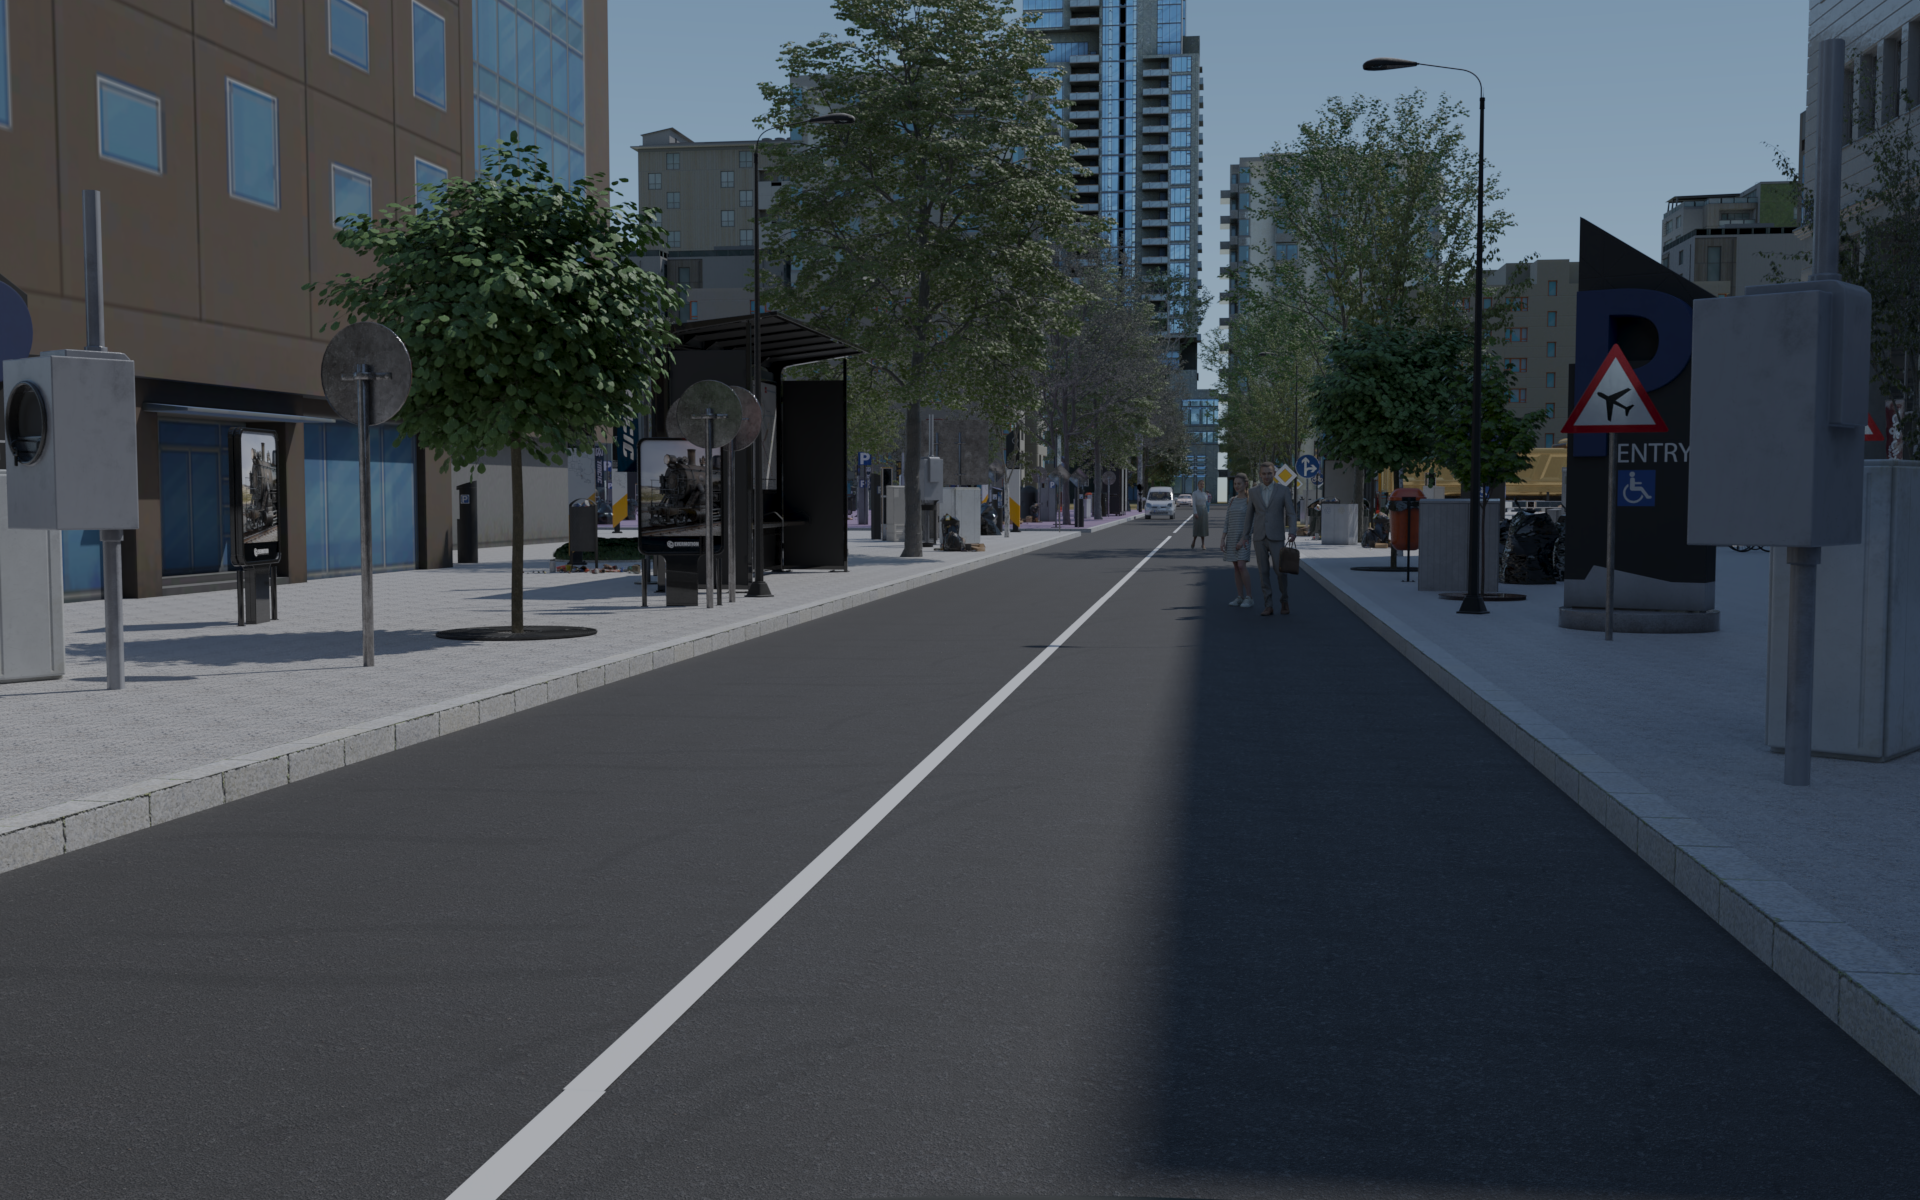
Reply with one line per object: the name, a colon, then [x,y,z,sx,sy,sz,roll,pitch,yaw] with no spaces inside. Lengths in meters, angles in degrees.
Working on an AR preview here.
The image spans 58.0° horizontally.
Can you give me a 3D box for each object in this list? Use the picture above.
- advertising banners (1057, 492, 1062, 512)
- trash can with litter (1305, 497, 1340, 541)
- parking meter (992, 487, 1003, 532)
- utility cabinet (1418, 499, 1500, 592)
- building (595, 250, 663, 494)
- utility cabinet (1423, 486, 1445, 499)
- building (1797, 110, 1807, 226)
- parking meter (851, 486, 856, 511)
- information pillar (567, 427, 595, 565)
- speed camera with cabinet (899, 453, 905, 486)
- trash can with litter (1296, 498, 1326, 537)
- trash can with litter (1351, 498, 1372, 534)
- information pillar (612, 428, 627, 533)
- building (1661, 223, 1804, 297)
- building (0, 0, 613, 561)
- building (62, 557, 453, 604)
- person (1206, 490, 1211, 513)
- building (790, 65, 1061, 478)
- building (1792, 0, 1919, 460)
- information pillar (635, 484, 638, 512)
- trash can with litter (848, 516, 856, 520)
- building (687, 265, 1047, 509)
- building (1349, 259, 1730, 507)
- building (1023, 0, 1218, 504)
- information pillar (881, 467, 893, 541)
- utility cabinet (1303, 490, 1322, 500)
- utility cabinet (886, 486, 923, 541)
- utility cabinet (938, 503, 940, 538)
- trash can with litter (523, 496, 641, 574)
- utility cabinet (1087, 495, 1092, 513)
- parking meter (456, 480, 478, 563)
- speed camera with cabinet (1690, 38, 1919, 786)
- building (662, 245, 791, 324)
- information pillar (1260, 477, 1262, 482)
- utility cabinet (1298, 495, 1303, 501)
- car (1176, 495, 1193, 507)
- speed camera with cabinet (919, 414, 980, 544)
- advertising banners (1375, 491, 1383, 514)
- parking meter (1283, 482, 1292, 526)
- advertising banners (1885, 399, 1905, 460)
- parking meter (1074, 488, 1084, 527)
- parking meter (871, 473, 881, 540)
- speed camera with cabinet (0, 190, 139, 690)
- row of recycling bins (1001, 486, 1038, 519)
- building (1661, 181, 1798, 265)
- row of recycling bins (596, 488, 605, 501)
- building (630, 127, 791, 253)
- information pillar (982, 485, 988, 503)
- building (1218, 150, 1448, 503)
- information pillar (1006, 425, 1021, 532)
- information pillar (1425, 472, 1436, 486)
advertising banners: [7.033,-7.655,121.345,0.090,3.025,2.074,2,4,24]
trash can with litter: [10.719,-2.273,48.221,2.233,1.210,1.678,1,4,9]
parking meter: [1.249,-3.046,58.207,0.372,1.533,0.369,0,3,0]
utility cabinet: [6.598,-0.718,22.908,1.020,1.237,0.306,1,4,18]
building: [-40.070,-26.596,206.546,14.107,30.474,14.160,1,4,8]
utility cabinet: [12.737,-2.317,46.566,0.318,1.500,1.173,0,4,1]
building: [98.987,-32.721,185.099,14.200,45.320,14.600,1,4,8]
parking meter: [-7.918,-7.512,128.538,0.255,1.863,0.399,-3,4,-38]
information pillar: [-6.848,-2.440,31.251,0.504,3.616,0.183,0,4,-6]
speed camera with cabinet: [-2.381,-5.372,82.172,0.660,3.252,2.038,-1,4,-14]
trash can with litter: [10.577,-2.508,52.387,0.624,1.170,1.055,-3,5,-44]
trash can with litter: [11.795,-2.426,51.047,0.624,1.170,1.055,2,4,23]
information pillar: [-11.134,-3.988,56.564,0.504,3.616,0.183,-1,4,-14]
building: [85.137,-25.512,188.825,14.107,30.474,14.160,1,4,8]
building: [-17.766,-23.945,41.606,14.200,45.320,14.600,1,4,8]
building: [-16.323,-22.822,23.250,14.600,45.320,14.200,1,4,8]
person: [18.509,-7.335,129.269,0.563,1.720,0.643,3,5,43]
building: [-4.193,-35.276,196.370,30.456,49.044,23.786,1,4,8]
building: [24.375,-15.311,27.821,11.434,29.767,29.804,1,4,8]
information pillar: [-23.543,-7.463,126.519,0.304,2.012,0.304,-1,4,-9]
trash can with litter: [-6.159,-4.591,86.119,2.233,1.210,1.678,1,4,16]
building: [-7.196,-19.158,158.264,27.650,21.520,28.899,1,4,8]
building: [50.768,-19.073,156.890,27.650,21.520,28.899,1,4,8]
building: [21.028,-56.976,244.221,31.000,86.520,22.319,1,4,8]
information pillar: [-2.012,-2.637,47.600,0.304,2.012,0.304,-1,4,-9]
utility cabinet: [17.636,-4.770,86.675,0.318,1.500,1.173,-2,4,-25]
utility cabinet: [-1.451,-2.318,46.585,0.318,1.500,1.173,3,5,43]
utility cabinet: [-0.766,-2.402,50.429,1.020,1.237,0.306,1,4,17]
trash can with litter: [-5.872,-1.049,28.212,2.233,1.210,1.678,2,4,23]
utility cabinet: [9.262,-6.684,120.450,0.306,1.237,1.020,-2,4,-31]
parking meter: [-9.162,-1.455,32.200,0.372,1.533,0.369,0,3,0]
speed camera with cabinet: [4.148,-0.853,8.279,0.660,3.252,2.038,3,5,44]
building: [-25.896,-26.541,205.650,14.107,30.474,14.160,1,4,8]
information pillar: [21.399,-7.993,122.046,0.504,3.616,0.183,0,4,-3]
utility cabinet: [26.589,-7.681,136.751,1.020,1.237,0.306,0,4,-8]
car: [25.448,-11.214,195.709,2.083,1.381,4.827,1,4,10]
speed camera with cabinet: [-0.372,-3.019,43.700,0.660,3.252,2.038,3,5,44]
advertising banners: [23.339,-6.155,96.825,2.074,3.025,0.090,-3,5,-44]
parking meter: [13.011,-3.870,68.993,0.399,1.863,0.255,-3,5,-45]
advertising banners: [17.384,-2.147,31.283,0.090,3.025,2.074,-1,4,-9]
parking meter: [4.608,-3.575,66.870,0.372,1.533,0.369,0,3,0]
parking meter: [-2.296,-2.641,48.894,0.399,1.863,0.255,-2,4,-32]
speed camera with cabinet: [-6.321,-1.059,11.654,2.038,3.252,0.660,3,4,37]
row of recycling bins: [3.169,-4.769,85.086,1.069,1.692,3.534,-3,5,-41]
building: [101.381,-33.367,229.142,14.086,41.232,14.154,1,4,8]
row of recycling bins: [-23.741,-6.303,110.168,3.534,1.692,1.069,1,4,19]
building: [-30.470,-40.771,255.840,27.495,52.752,28.713,1,4,8]
information pillar: [1.377,-6.441,96.671,0.183,3.616,0.504,3,4,39]
building: [51.510,-38.034,241.458,30.456,49.044,23.786,1,4,8]
information pillar: [1.787,-4.076,57.992,0.504,3.616,0.183,1,4,18]
information pillar: [15.496,-3.216,57.079,0.304,2.012,0.304,0,4,-2]
